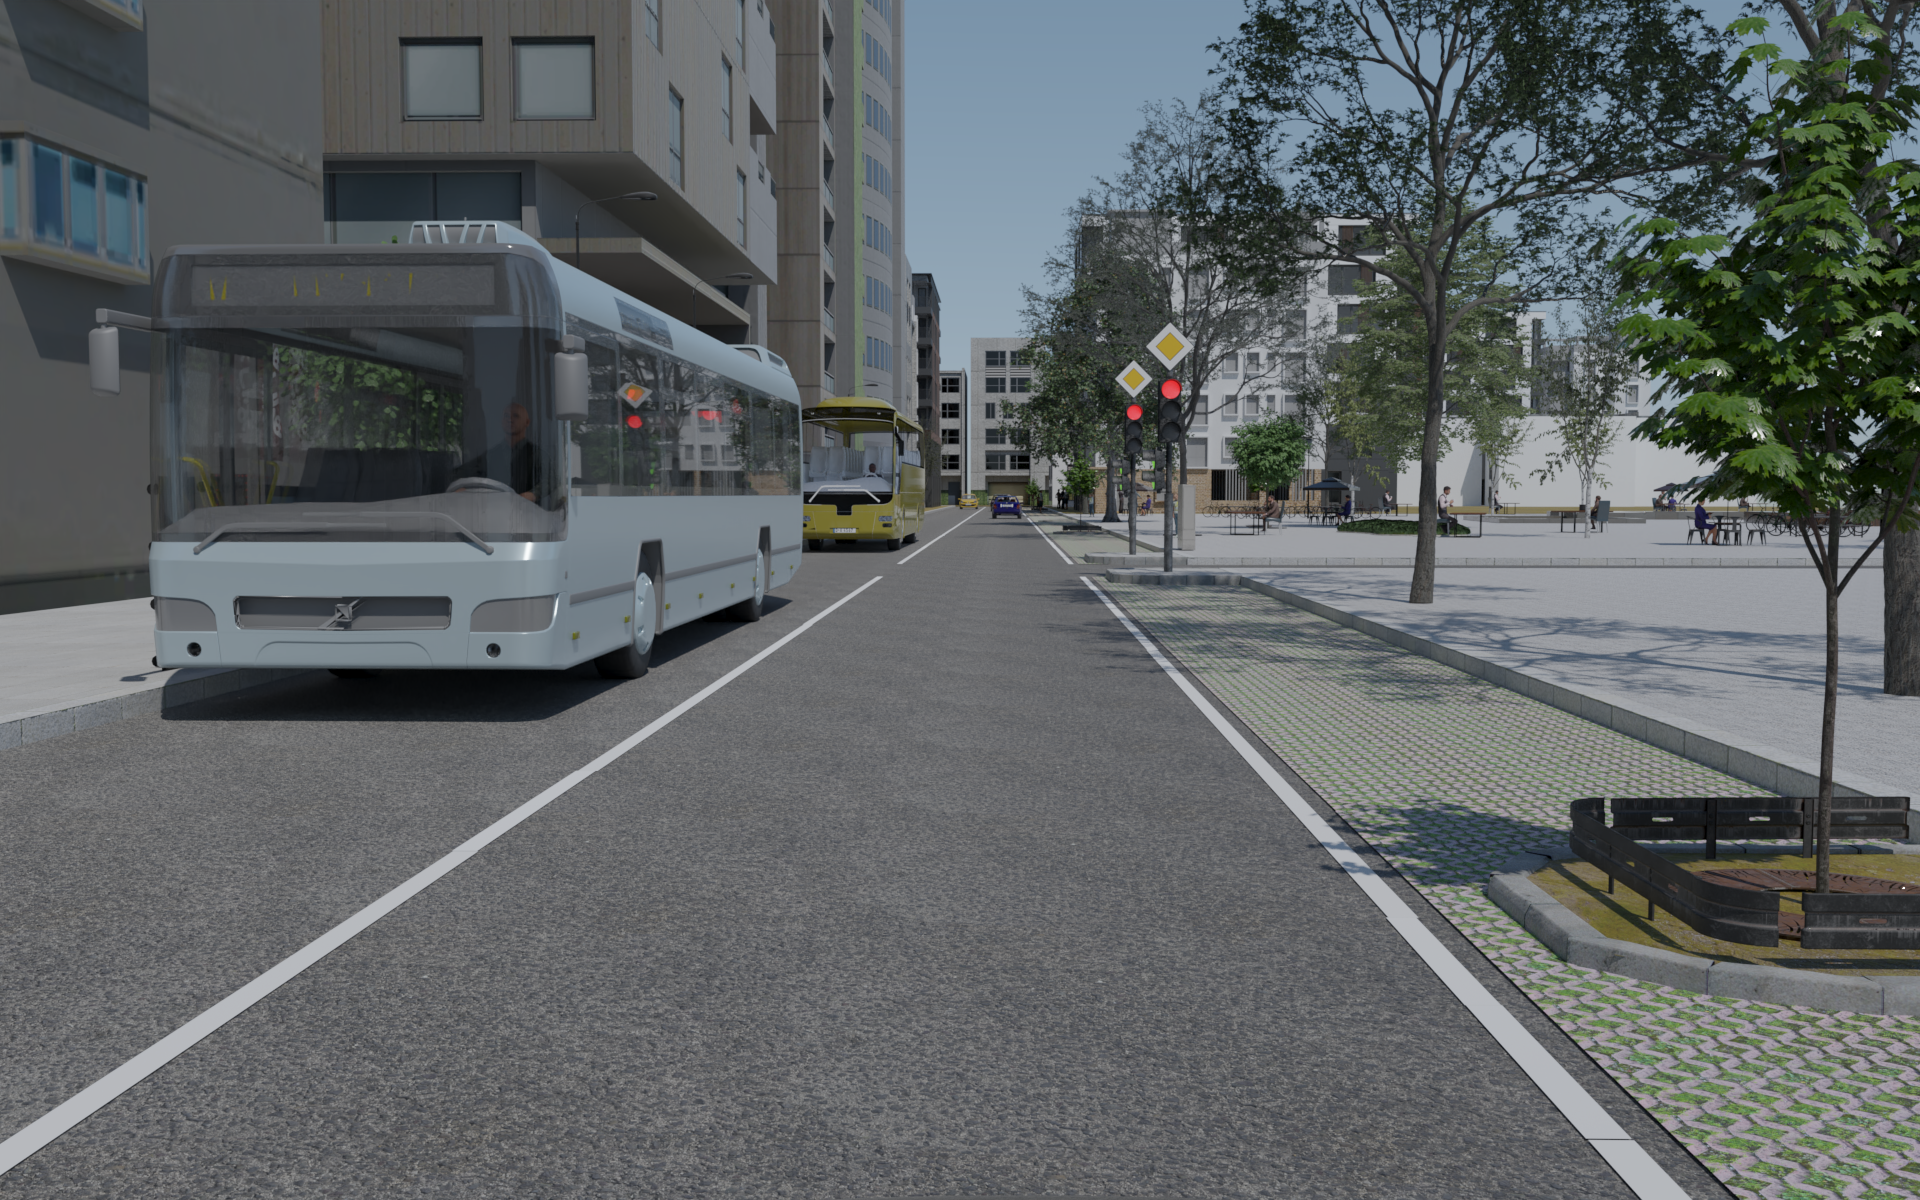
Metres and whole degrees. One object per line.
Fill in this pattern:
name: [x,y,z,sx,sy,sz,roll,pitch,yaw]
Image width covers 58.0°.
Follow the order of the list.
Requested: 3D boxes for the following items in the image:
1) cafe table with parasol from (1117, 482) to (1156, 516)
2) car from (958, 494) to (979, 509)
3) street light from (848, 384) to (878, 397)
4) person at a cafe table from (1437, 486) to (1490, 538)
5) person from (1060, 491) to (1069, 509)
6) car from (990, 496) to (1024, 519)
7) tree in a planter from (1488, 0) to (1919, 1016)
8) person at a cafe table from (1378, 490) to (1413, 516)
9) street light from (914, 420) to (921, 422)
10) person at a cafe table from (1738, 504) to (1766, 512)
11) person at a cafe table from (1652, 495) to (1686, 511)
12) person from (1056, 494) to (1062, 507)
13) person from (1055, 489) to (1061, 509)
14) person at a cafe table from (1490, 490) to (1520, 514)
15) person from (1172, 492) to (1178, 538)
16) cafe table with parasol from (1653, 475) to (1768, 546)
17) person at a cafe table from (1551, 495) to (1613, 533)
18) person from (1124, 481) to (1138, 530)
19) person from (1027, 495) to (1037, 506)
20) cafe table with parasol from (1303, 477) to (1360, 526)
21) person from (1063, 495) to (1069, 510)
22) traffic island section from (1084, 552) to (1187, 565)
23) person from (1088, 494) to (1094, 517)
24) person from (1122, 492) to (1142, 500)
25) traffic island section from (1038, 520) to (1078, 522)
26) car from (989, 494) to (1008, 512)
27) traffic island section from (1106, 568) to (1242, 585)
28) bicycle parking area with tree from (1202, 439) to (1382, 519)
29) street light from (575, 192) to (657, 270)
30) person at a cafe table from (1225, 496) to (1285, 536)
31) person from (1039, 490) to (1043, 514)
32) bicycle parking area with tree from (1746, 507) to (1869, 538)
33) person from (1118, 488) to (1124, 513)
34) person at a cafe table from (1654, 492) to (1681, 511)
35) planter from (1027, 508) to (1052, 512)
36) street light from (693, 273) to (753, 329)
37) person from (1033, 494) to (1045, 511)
cafe table with parasol: [10.311,-5.865,100.759,2.610,1.966,2.610,-1,4,-9]
car: [0.851,-9.418,164.214,2.015,1.641,3.980,0,4,2]
street light: [-4.133,-6.138,72.895,1.470,5.913,1.316,0,4,1]
person at a cafe table: [14.747,-2.620,51.352,1.622,1.524,1.698,1,4,18]
person: [8.634,-8.458,144.353,0.705,1.821,1.348,2,4,33]
car: [2.740,-5.411,101.050,1.945,1.354,3.894,0,4,2]
tree in a planter: [2.847,-0.513,5.613,1.991,3.239,1.994,0,4,1]
person at a cafe table: [24.948,-5.594,99.981,1.622,1.524,1.698,-1,4,-18]
street light: [-3.177,-8.372,109.423,1.470,5.913,1.316,0,4,1]
person at a cafe table: [47.781,-5.722,104.408,1.726,1.238,1.698,2,4,26]
person at a cafe table: [40.511,-5.398,99.125,1.698,1.238,1.726,-3,4,-38]
person: [9.080,-9.180,159.332,0.628,1.438,0.799,0,4,4]
person: [8.672,-8.809,150.793,0.721,1.735,1.217,-3,4,-36]
person at a cafe table: [34.141,-6.160,109.233,1.622,1.524,1.698,-1,4,-10]
person: [6.379,-2.480,50.508,0.435,1.345,0.340,1,4,12]
cafe table with parasol: [19.145,-2.343,43.177,2.610,1.966,2.610,-1,4,-23]
person at a cafe table: [20.826,-2.845,57.377,1.698,1.238,1.726,-1,4,-15]
person: [6.080,-3.331,61.234,0.376,1.734,0.841,-1,4,-12]
person: [7.256,-9.977,172.147,1.217,1.766,0.721,1,4,13]
cafe table with parasol: [15.038,-3.993,70.145,2.610,1.966,2.610,-1,4,-9]
person: [8.638,-8.246,141.658,0.721,1.735,1.217,1,4,23]
traffic island section: [3.664,-0.873,36.559,2.009,0.180,2.903,0,4,1]
person: [7.324,-5.302,96.643,0.435,1.345,0.340,1,4,17]
person: [11.303,-6.578,113.681,1.350,1.814,0.705,1,4,15]
traffic island section: [5.030,-4.065,89.329,1.991,0.108,1.994,0,4,1]
car: [3.374,-8.154,143.102,2.009,1.686,4.222,0,4,1]
traffic island section: [3.456,-0.385,28.577,2.009,0.180,2.903,0,4,1]
bicycle parking area with tree: [17.615,-6.457,92.570,9.016,4.147,8.231,0,4,6]
street light: [-5.352,-3.319,26.799,1.470,5.913,1.316,0,4,1]
person at a cafe table: [9.260,-2.645,54.111,1.726,1.238,1.698,0,4,2]
person: [5.998,-7.155,126.269,0.721,1.735,1.217,0,4,5]
bicycle parking area with tree: [28.816,-4.078,53.675,9.016,4.147,8.231,2,4,34]
person: [10.807,-6.600,114.751,0.742,1.727,0.445,2,4,30]
person at a cafe table: [43.246,-5.947,105.753,1.622,1.524,1.698,2,4,26]
planter: [6.327,-7.178,138.496,1.991,0.319,1.994,0,4,1]
street light: [-5.047,-3.915,36.547,1.470,5.913,1.316,0,4,1]
person: [6.513,-8.068,143.670,1.065,1.426,0.557,-2,4,-27]
